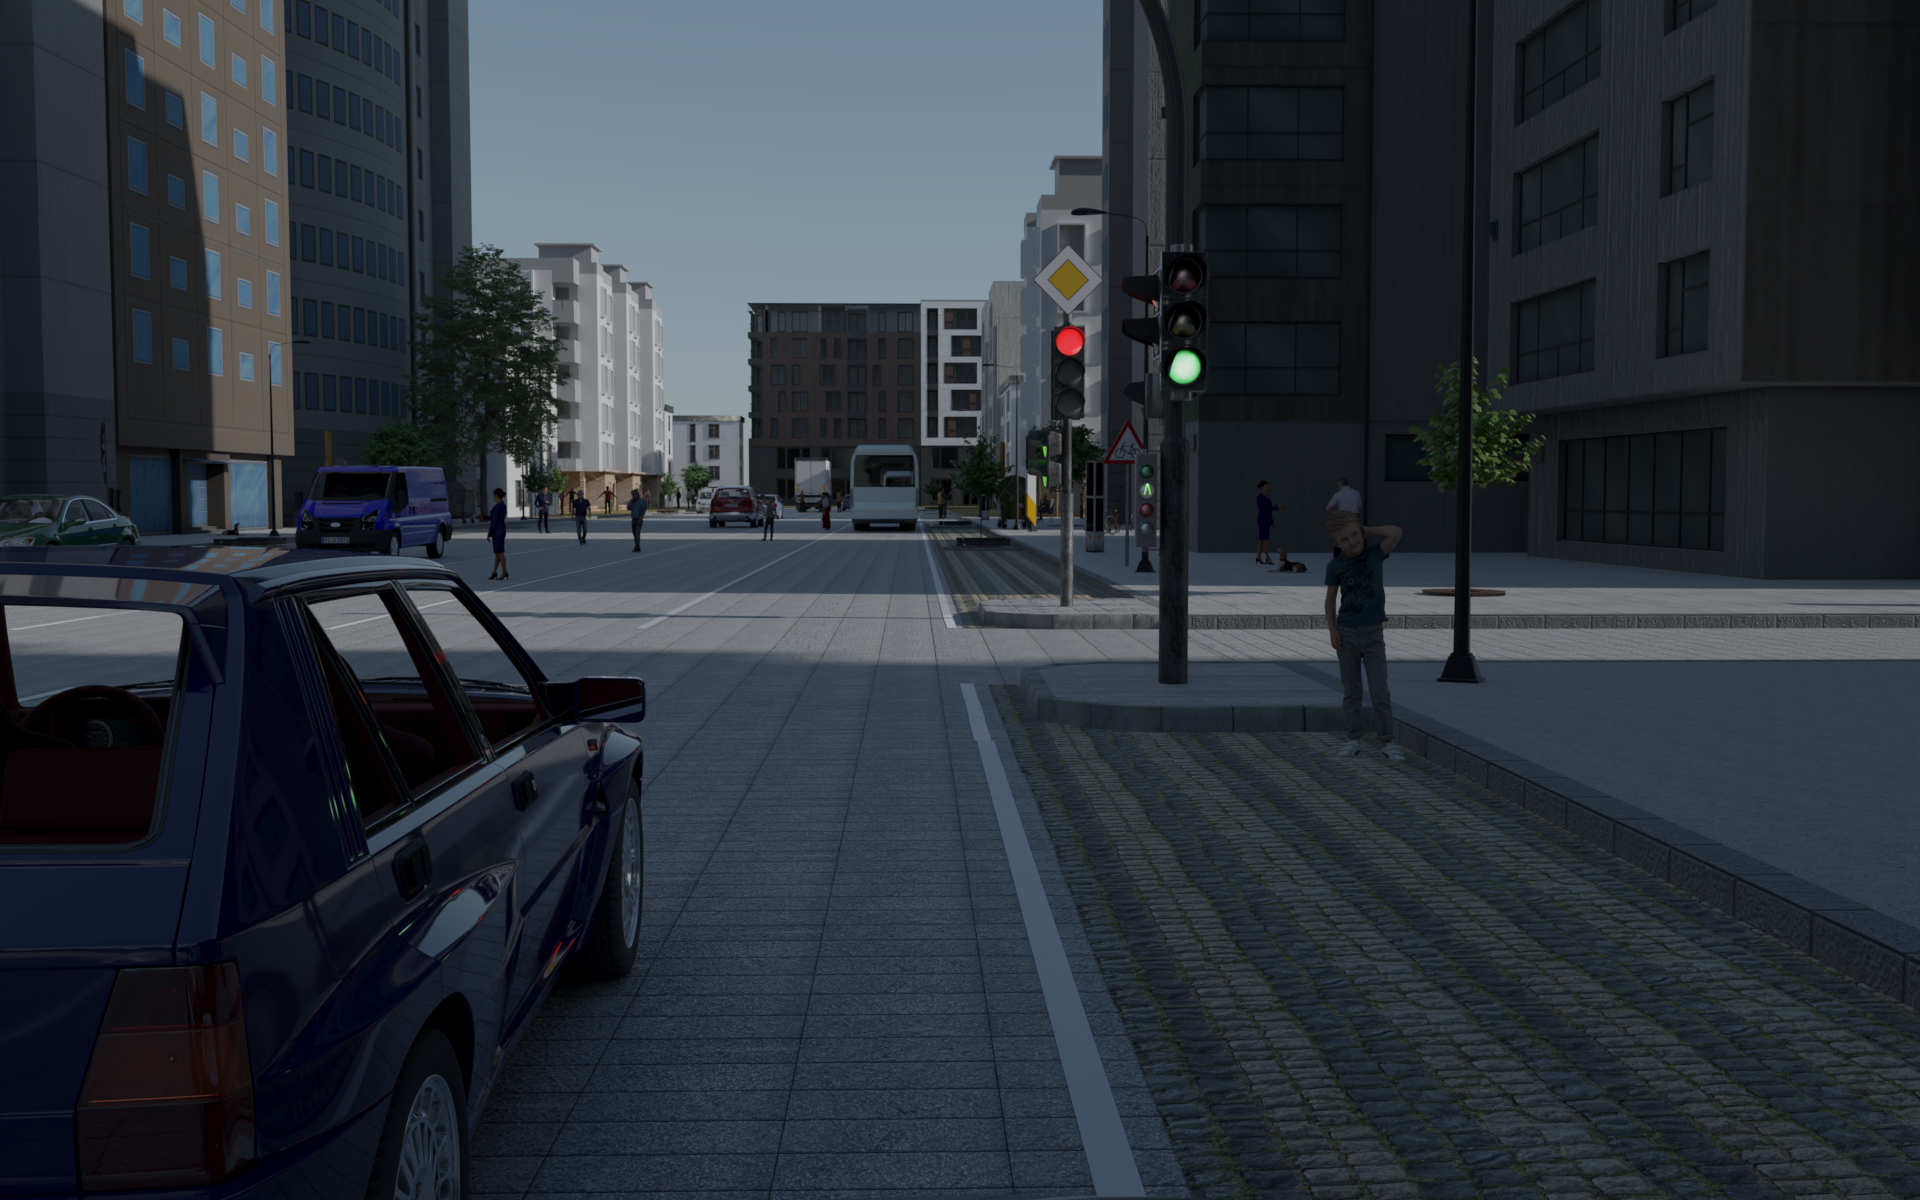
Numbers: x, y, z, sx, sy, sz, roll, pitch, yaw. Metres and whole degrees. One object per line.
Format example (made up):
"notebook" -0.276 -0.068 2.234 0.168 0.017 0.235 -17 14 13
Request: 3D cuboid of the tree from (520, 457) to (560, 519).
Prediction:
"tree" -22.062 -5.810 89.599 1.663 3.219 1.824 0 3 0

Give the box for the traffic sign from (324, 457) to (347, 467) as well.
"traffic sign" -21.220 -3.594 58.863 0.768 2.556 0.104 0 4 1

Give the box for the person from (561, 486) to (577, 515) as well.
"person" -23.448 -5.993 104.557 1.217 1.766 0.721 -1 4 -23

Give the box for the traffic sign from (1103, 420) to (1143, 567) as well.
"traffic sign" 2.952 -1.868 30.550 0.884 2.594 0.081 0 4 -1

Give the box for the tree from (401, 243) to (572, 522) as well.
"tree" -21.308 -9.827 78.792 7.486 12.596 7.792 0 3 0

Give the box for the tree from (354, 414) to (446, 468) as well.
"tree" -22.389 -5.215 68.985 4.285 4.588 4.351 0 3 0

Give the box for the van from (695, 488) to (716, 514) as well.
"van" -18.330 -7.318 126.660 2.013 2.044 4.112 0 4 -3

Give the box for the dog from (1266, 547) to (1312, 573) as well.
"dog" 5.379 -0.643 28.252 0.550 0.427 0.748 -1 4 -14

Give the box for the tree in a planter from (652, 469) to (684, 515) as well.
"tree in a planter" -20.376 -7.566 120.931 1.991 3.239 1.994 0 4 -2

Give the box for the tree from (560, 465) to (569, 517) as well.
"tree" -23.020 -6.371 98.773 1.663 3.219 1.824 0 3 0

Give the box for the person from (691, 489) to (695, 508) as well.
"person" -24.045 -9.167 156.651 0.721 1.736 1.217 -1 4 -14

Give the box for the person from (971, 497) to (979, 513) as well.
"person" 1.462 -6.988 120.305 1.348 1.822 0.705 1 4 17

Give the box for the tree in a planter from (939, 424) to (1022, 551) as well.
"tree in a planter" 0.548 -2.882 44.347 1.991 3.239 1.994 0 4 -2

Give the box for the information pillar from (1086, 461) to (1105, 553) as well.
"information pillar" 2.975 -2.058 38.136 0.304 2.012 0.304 -3 4 -38

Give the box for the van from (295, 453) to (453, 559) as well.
"van" -12.443 -1.986 36.850 2.240 2.365 5.245 0 4 -2

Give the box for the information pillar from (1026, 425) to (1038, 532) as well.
"information pillar" 2.422 -4.132 58.906 0.183 3.616 0.504 3 4 39

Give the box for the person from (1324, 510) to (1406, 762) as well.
"person" 2.189 0.187 9.359 0.435 1.345 0.340 1 4 11

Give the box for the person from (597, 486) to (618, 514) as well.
"person" -22.927 -6.522 112.617 1.348 1.831 0.705 -1 4 -21

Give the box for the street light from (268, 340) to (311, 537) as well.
"street light" -20.214 -4.875 52.244 1.470 5.913 1.316 0 4 -2

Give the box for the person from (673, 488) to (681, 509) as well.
"person" -24.877 -8.992 152.687 0.705 1.869 1.348 1 4 18

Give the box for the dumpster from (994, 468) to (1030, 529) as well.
"dumpster" 2.029 -3.813 64.838 1.502 2.255 1.985 0 4 -2

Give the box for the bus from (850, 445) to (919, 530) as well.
"bus" -3.116 -4.680 71.384 2.948 3.499 13.247 0 4 -3

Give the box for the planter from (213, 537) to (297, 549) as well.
"planter" -18.241 -1.440 44.680 1.991 0.319 1.994 0 4 -2

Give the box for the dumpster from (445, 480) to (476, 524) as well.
"dumpster" -21.537 -4.177 74.058 1.264 1.857 1.865 0 4 -2

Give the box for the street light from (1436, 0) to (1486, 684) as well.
"street light" 2.901 -2.396 11.708 1.470 5.913 1.316 0 4 -2

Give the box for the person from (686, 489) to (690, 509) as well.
"person" -23.306 -8.643 148.067 0.721 1.736 1.217 -1 4 -17

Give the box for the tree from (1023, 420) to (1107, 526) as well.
"tree" 4.195 -5.219 69.048 4.285 4.588 4.351 0 3 0

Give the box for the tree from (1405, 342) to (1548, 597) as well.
"tree" 6.387 -1.668 21.867 1.663 3.219 1.824 0 3 0

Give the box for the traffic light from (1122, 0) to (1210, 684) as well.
"traffic light" -0.667 -2.252 11.480 4.771 5.953 1.251 0 4 -2

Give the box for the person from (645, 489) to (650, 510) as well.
"person" -24.563 -7.875 136.263 0.415 1.643 0.593 1 4 11

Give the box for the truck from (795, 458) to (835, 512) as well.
"truck" -11.710 -9.212 139.532 2.839 4.237 11.283 0 4 -2

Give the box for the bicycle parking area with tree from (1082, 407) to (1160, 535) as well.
"bicycle parking area with tree" 8.475 -4.224 56.060 8.231 4.147 9.016 2 4 35

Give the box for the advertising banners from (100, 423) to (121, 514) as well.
"advertising banners" -20.609 -2.804 42.026 0.090 3.025 2.074 -3 4 -36

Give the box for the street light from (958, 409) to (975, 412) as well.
"street light" 0.579 -7.479 94.820 1.470 5.913 1.316 0 4 -2

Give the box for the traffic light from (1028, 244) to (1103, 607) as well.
"traffic light" 1.198 -1.880 19.662 0.839 4.253 0.868 0 4 -2

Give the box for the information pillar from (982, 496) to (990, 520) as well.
"information pillar" 1.258 -4.949 85.413 0.304 2.012 0.304 3 4 36

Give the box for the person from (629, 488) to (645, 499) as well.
"person" -24.049 -7.473 128.946 1.217 1.743 0.721 -2 4 -28

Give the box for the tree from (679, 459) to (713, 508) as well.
"tree" -24.956 -10.997 163.511 4.285 4.588 4.351 0 3 0

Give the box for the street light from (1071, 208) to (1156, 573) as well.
"street light" 2.499 -3.408 28.267 1.470 5.913 1.316 0 4 -2

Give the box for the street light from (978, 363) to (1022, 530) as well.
"street light" 1.482 -5.443 61.542 1.470 5.913 1.316 0 4 -2

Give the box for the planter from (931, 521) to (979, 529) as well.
"planter" -0.230 -3.116 72.090 1.991 0.319 1.994 0 4 -2

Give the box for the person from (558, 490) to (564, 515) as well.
"person" -24.570 -6.058 106.567 0.593 1.643 0.415 3 5 44

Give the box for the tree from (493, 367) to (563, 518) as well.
"tree" -23.126 -8.725 93.016 4.360 8.622 3.978 0 3 0

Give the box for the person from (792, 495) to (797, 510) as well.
"person" -14.825 -9.207 159.056 1.348 1.821 0.705 -1 4 -17

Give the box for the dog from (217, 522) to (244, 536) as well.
"dog" -22.563 -2.195 53.618 0.748 0.427 0.550 2 4 24

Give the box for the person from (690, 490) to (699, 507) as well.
"person" -25.653 -9.842 167.685 0.721 1.735 1.217 2 4 32

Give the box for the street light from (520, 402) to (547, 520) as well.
"street light" -21.175 -6.940 86.006 1.470 5.913 1.316 0 4 -2

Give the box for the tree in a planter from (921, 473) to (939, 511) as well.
"tree in a planter" -2.397 -9.328 149.739 1.991 3.239 1.994 0 4 -2
